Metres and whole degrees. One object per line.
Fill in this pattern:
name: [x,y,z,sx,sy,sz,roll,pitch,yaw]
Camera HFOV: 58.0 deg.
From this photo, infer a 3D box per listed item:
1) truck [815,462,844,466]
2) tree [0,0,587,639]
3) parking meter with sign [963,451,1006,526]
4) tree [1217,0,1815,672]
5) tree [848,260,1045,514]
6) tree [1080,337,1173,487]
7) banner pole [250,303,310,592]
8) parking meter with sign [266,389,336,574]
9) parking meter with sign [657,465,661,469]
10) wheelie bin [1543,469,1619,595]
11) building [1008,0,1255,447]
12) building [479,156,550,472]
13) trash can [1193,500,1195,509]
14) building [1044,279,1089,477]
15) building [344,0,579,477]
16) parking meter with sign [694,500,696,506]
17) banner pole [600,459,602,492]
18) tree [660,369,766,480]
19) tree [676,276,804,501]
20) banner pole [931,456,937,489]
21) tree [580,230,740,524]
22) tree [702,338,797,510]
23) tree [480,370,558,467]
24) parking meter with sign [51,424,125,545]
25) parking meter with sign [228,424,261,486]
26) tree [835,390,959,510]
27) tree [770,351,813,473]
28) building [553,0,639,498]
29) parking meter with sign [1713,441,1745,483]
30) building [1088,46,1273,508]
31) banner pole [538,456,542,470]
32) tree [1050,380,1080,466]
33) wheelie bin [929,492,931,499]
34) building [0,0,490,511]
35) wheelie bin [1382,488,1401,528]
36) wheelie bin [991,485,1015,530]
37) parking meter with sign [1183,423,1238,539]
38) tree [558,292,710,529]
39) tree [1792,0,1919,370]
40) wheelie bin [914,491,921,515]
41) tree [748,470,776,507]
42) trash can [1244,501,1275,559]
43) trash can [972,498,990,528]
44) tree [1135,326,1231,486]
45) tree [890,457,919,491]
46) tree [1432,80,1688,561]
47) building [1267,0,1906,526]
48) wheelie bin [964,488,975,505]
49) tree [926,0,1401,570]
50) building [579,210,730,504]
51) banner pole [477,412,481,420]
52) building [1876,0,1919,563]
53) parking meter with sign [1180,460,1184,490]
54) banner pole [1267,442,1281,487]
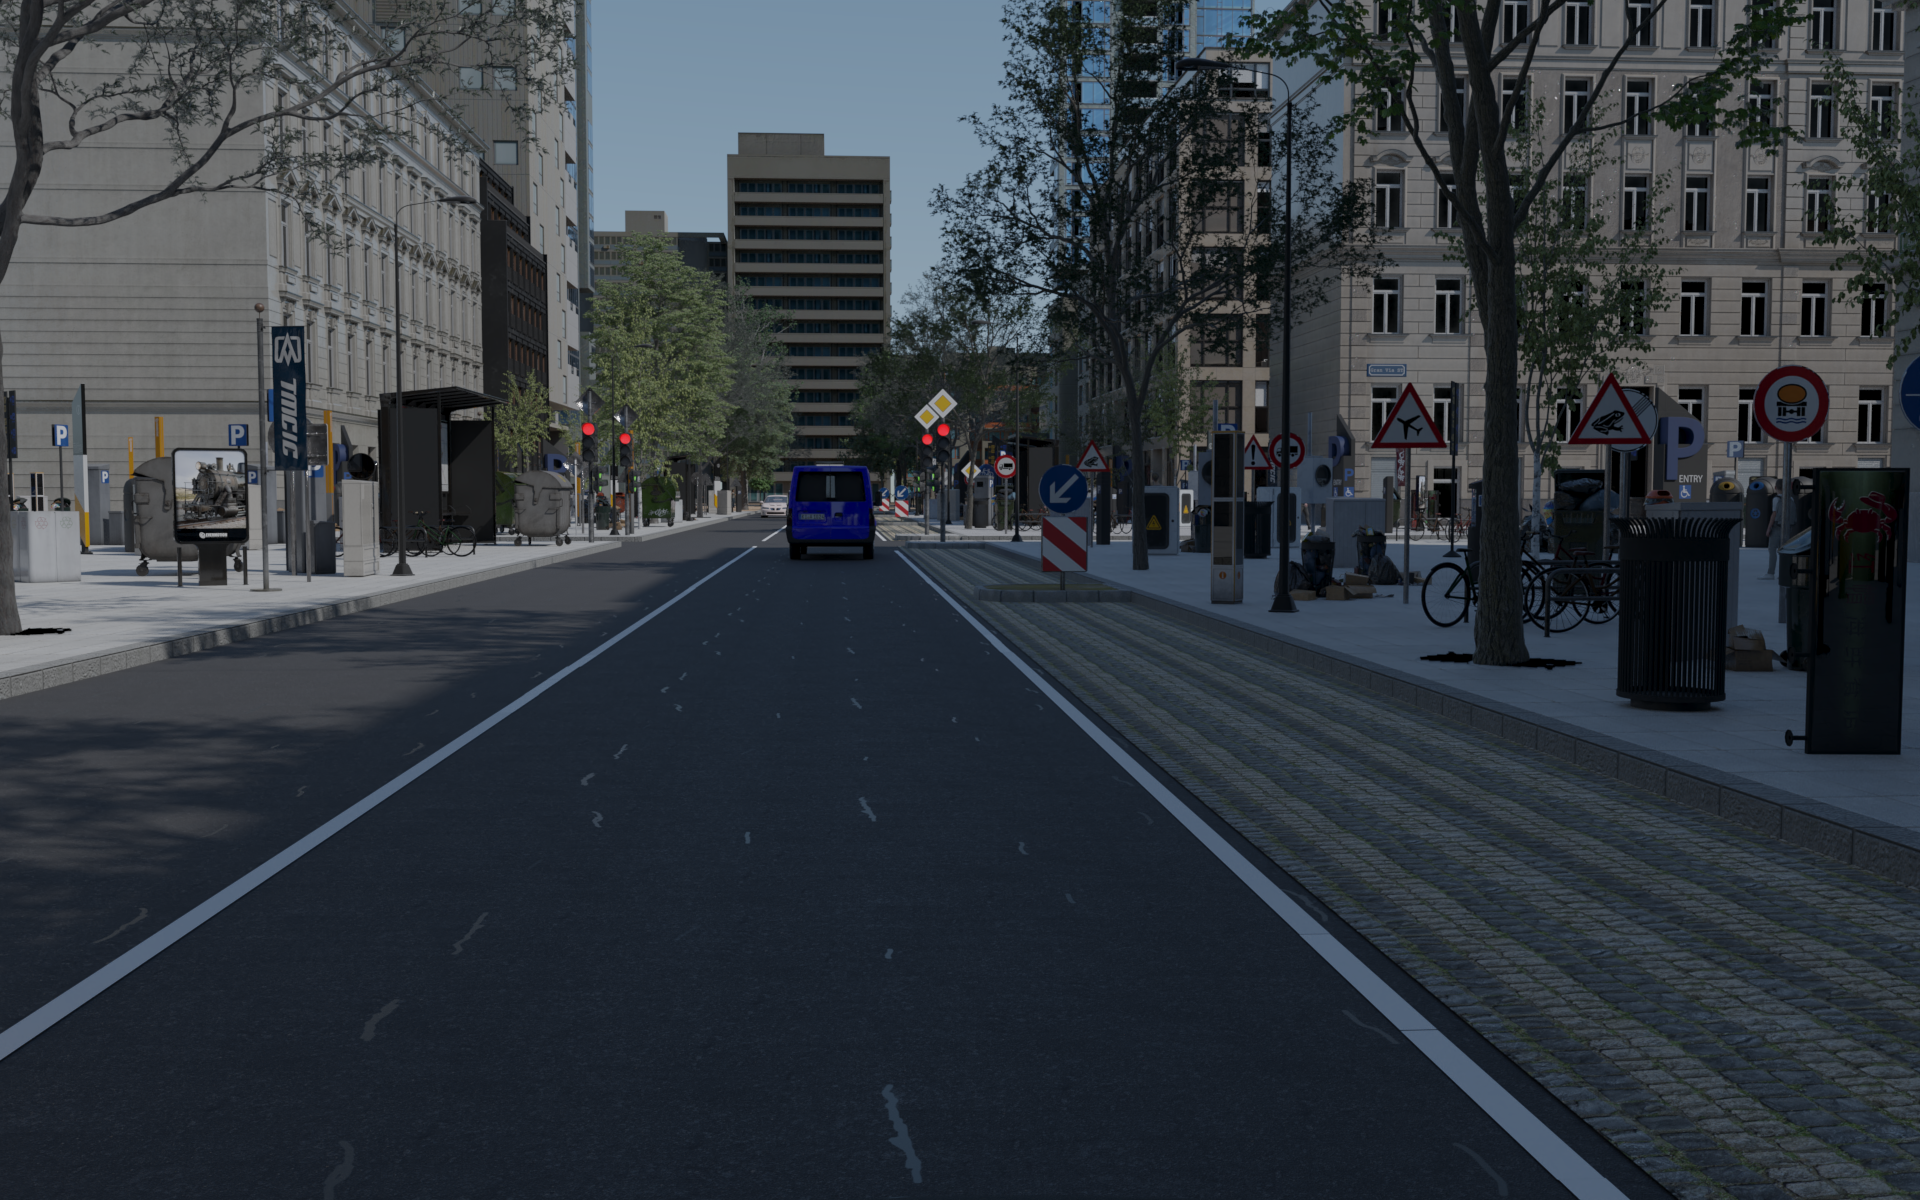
truck: [-11.682,-10.141,154.712,2.839,4.237,11.283,0,4,-5]
tree: [-8.762,-6.416,15.278,12.009,13.543,11.850,0,3,0]
parking meter with sign: [0.965,-4.503,69.881,1.738,3.016,0.543,2,4,28]
tree: [3.935,-5.326,12.836,9.928,11.665,9.643,0,3,0]
tree: [-0.622,-11.047,90.981,12.009,13.543,11.850,0,3,0]
tree: [8.173,-8.002,81.200,4.360,8.622,3.978,0,3,0]
banner pole: [-8.941,-2.002,22.742,0.863,3.779,0.401,1,4,9]
parking meter with sign: [-10.699,-1.959,28.286,0.543,3.016,1.738,-3,5,-41]
parking meter with sign: [-17.212,-6.343,99.974,0.543,3.016,1.738,-2,4,-33]
wheelie bin: [7.964,-0.872,22.172,0.980,1.594,0.693,1,4,22]
building: [17.594,-52.777,175.574,22.319,86.520,31.000,0,4,-4]
building: [-35.389,-17.589,117.257,12.332,23.373,15.834,0,4,-4]
trash can: [12.699,-4.964,92.821,0.748,1.137,0.748,0,3,0]
building: [22.933,-18.507,147.626,27.650,21.520,28.899,0,4,-4]
building: [-46.114,-33.678,139.881,28.713,52.752,27.495,0,4,-4]
parking meter with sign: [-19.329,-7.752,123.010,0.543,3.016,1.738,1,4,19]
banner pole: [-25.858,-8.243,124.782,0.401,3.779,0.863,-1,4,-18]
tree: [-16.554,-11.059,115.230,7.601,10.594,8.767,-1,4,-19]
tree: [-19.964,-18.180,153.130,12.611,20.169,13.585,0,3,0]
banner pole: [-1.668,-6.805,101.277,0.863,3.779,0.401,-3,5,-41]
tree: [-13.020,-9.599,75.065,7.486,12.596,7.792,0,3,0]
tree: [-17.241,-14.175,138.415,9.857,13.997,8.962,0,3,0]
tree: [-25.539,-9.204,100.841,4.737,8.622,4.395,0,3,0]
parking meter with sign: [-21.713,-2.880,43.356,1.738,3.016,0.543,0,4,6]
parking meter with sign: [-17.711,-2.918,43.975,0.543,3.016,1.738,1,4,17]
tree: [-4.843,-13.456,137.009,9.611,12.733,9.660,0,3,0]
tree: [-13.859,-11.164,92.899,12.009,13.543,11.850,0,3,0]
building: [-49.841,-52.758,175.265,31.000,86.520,22.319,0,4,-4]
parking meter with sign: [24.743,-3.666,56.192,1.738,3.016,0.543,-3,5,-40]
building: [20.508,-18.934,114.090,19.350,26.468,34.151,0,4,-4]
banner pole: [-27.439,-7.575,113.875,0.863,3.779,0.401,-3,4,-37]
tree: [7.794,-9.470,105.200,4.360,8.622,3.978,0,3,0]
wheelie bin: [-2.362,-6.723,117.824,0.693,1.594,0.980,-1,4,-19]
building: [-35.898,-18.980,86.730,17.030,29.872,44.131,0,4,-4]
wheelie bin: [16.416,-3.551,65.973,0.693,1.594,0.980,0,4,3]
wheelie bin: [1.615,-3.315,62.114,0.980,1.594,0.693,-1,4,-10]
parking meter with sign: [6.318,-2.892,43.546,0.543,3.016,1.738,-1,4,-18]
tree: [-11.528,-6.882,62.877,4.737,8.622,4.395,0,3,0]
tree: [12.510,-4.314,20.901,4.737,8.622,4.395,0,3,0]
wheelie bin: [-2.517,-6.130,108.135,0.693,1.594,0.980,0,4,2]
tree: [-20.265,-11.793,176.526,4.285,4.588,4.351,0,3,0]
trash can: [5.885,-1.396,34.472,0.748,1.137,0.748,0,3,0]
trash can: [0.770,-3.280,65.287,0.748,1.137,0.748,0,3,0]
tree: [9.469,-7.633,75.167,4.737,8.622,4.395,0,3,0]
tree: [-5.222,-12.366,152.552,4.737,8.622,4.395,0,3,0]
tree: [10.847,-4.972,31.659,4.737,8.622,4.395,0,3,0]
building: [26.790,-16.990,75.051,25.104,27.353,12.463,0,4,-4]
wheelie bin: [0.614,-4.931,88.522,0.693,1.594,0.980,-1,4,-16]
tree: [3.165,-5.805,29.328,8.767,10.594,7.601,1,4,14]
building: [-43.475,-33.534,240.163,23.993,40.220,32.217,0,4,-4]
banner pole: [-14.799,-3.829,52.625,0.863,3.779,0.401,-3,4,-36]
building: [24.711,-14.341,21.859,14.401,28.519,23.554,0,4,-4]
parking meter with sign: [11.519,-5.651,88.654,0.543,3.016,1.738,0,4,6]
banner pole: [13.425,-5.110,73.573,0.863,3.779,0.401,3,4,36]
